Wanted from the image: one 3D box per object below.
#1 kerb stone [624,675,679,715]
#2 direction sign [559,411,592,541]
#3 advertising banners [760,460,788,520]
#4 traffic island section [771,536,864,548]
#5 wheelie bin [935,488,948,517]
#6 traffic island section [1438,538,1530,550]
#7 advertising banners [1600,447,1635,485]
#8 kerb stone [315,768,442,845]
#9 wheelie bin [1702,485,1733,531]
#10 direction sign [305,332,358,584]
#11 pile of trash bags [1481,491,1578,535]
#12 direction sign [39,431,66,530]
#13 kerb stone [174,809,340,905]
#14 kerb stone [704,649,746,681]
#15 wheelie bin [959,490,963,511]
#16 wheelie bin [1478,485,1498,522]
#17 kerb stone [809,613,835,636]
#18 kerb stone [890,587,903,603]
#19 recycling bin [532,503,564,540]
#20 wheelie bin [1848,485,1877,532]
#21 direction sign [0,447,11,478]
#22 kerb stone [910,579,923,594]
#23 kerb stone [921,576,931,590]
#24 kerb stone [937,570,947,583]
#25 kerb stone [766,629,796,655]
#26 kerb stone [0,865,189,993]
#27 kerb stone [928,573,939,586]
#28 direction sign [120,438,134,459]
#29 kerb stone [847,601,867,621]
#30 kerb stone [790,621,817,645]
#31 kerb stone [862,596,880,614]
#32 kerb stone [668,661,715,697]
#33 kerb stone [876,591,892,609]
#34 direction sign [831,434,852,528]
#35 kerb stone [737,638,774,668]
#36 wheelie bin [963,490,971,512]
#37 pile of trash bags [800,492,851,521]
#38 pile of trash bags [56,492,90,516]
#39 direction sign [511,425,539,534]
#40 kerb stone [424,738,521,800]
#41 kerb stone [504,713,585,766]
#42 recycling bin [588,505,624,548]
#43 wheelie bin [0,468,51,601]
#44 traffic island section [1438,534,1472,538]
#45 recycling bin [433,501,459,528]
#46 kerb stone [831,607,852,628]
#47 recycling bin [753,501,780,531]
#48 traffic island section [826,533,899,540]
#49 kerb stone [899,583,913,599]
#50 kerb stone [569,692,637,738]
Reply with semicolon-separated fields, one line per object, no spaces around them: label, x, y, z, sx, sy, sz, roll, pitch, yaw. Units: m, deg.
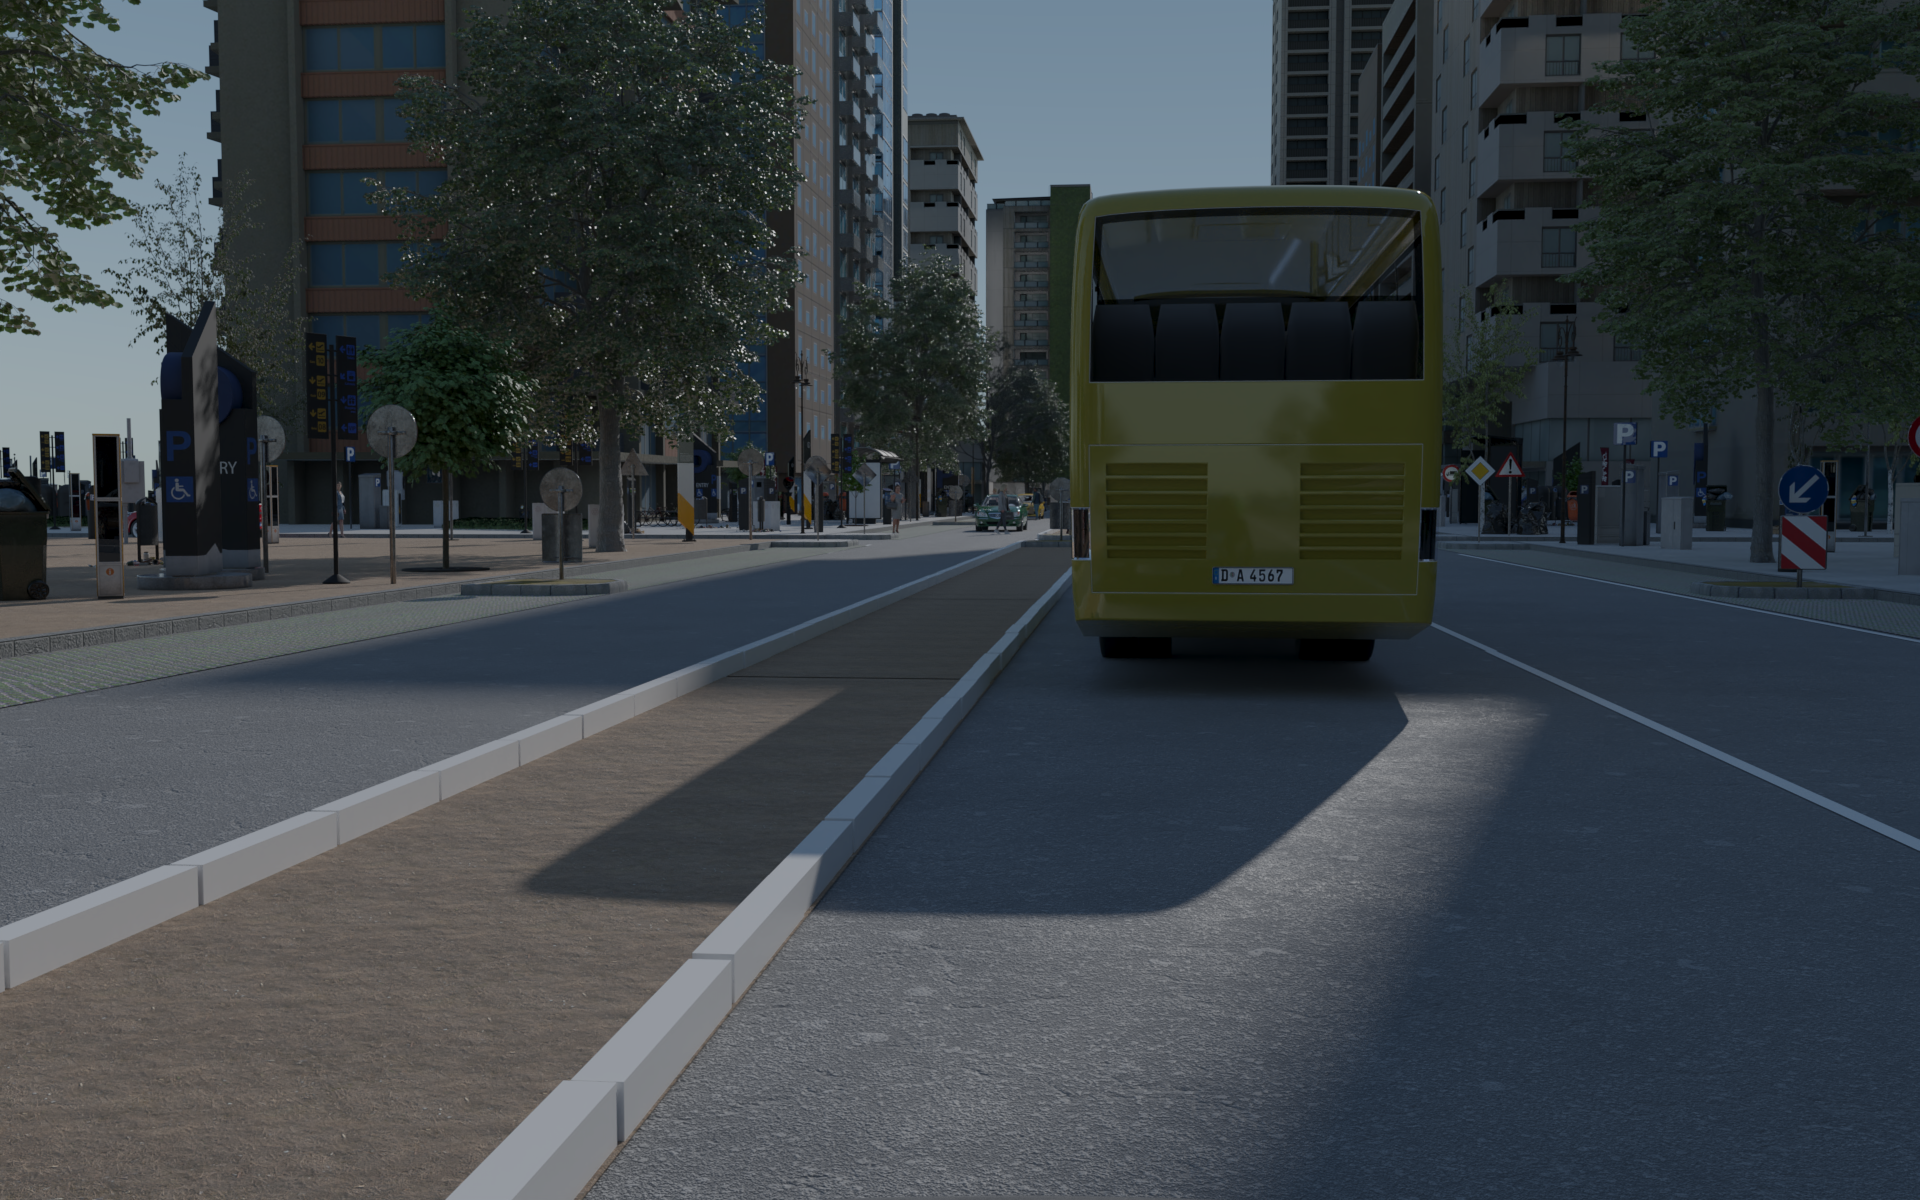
kerb stone;-2.090;0.648;11.593;0.120;0.150;1.000;0;4;6
direction sign;-10.470;-3.378;47.235;0.876;3.537;0.379;0;4;-1
advertising banners;-9.386;-5.520;86.435;0.090;3.025;2.074;-3;5;-43
traffic island section;-3.922;-1.549;47.600;2.009;0.180;2.903;0;4;6
wheelie bin;-1.029;-5.416;96.458;0.693;1.594;0.980;-1;4;-11
traffic island section;13.721;-1.435;45.742;2.009;0.180;2.903;0;4;6
advertising banners;24.702;-4.219;65.164;2.074;3.025;0.090;-2;4;-33
kerb stone;-2.522;0.897;7.523;0.120;0.150;1.000;0;4;6
wheelie bin;26.082;-3.165;59.663;0.980;1.594;0.693;2;4;26
direction sign;-8.933;-2.001;24.708;0.379;3.537;0.876;2;4;29
pile of trash bags;18.225;-2.760;54.874;1.912;1.369;3.447;-3;5;-42
direction sign;-32.714;-4.312;62.499;0.379;3.537;0.876;2;4;35
kerb stone;-2.627;0.960;6.498;0.120;0.150;1.000;0;4;6
kerb stone;-1.879;0.524;13.632;0.120;0.150;1.000;0;4;6
wheelie bin;-0.471;-5.678;100.750;0.980;1.594;0.693;0;4;-3
wheelie bin;18.472;-3.224;60.619;0.693;1.594;0.980;1;4;12
kerb stone;-1.451;0.274;17.719;0.120;0.150;1.000;0;4;6
kerb stone;-0.910;-0.033;22.814;0.120;0.150;1.000;0;4;6
recycling bin;-11.562;-2.210;48.685;0.722;1.027;0.722;0;4;4
wheelie bin;30.796;-3.129;59.071;0.980;1.594;0.693;-3;4;-39
direction sign;-46.132;-5.588;83.356;0.379;3.537;0.876;2;4;34
kerb stone;-0.696;-0.162;24.852;0.120;0.150;1.000;0;4;6
kerb stone;-0.592;-0.221;25.869;0.120;0.150;1.000;0;4;6
kerb stone;-0.369;-0.344;27.905;0.120;0.150;1.000;0;4;6
kerb stone;-1.664;0.404;15.671;0.120;0.150;1.000;0;4;6
kerb stone;-2.740;1.022;5.483;0.120;0.150;1.000;0;4;6
kerb stone;-0.483;-0.287;26.887;0.120;0.150;1.000;0;4;6
direction sign;-33.619;-4.749;69.646;0.876;3.537;0.379;0;4;7
kerb stone;-1.228;0.149;19.751;0.120;0.150;1.000;0;4;6
kerb stone;-1.556;0.340;16.699;0.120;0.150;1.000;0;4;6
kerb stone;-1.127;0.087;20.769;0.120;0.150;1.000;0;4;6
kerb stone;-1.982;0.587;12.611;0.120;0.150;1.000;0;4;6
kerb stone;-1.016;0.025;21.788;0.120;0.150;1.000;0;4;6
direction sign;-4.455;-4.470;65.088;0.876;3.537;0.379;-2;4;-32
kerb stone;-1.763;0.461;14.651;0.120;0.150;1.000;0;4;6
wheelie bin;0.319;-7.007;122.479;0.980;1.594;0.693;-1;4;-11
pile of trash bags;-6.362;-4.595;84.875;1.912;1.369;3.447;-2;4;-34
pile of trash bags;-49.850;-5.406;98.137;1.912;1.369;3.447;3;5;44
direction sign;-14.146;-3.935;56.338;0.876;3.537;0.379;0;4;-2
kerb stone;-2.415;0.837;8.545;0.120;0.150;1.000;0;4;6
kerb stone;-2.306;0.776;9.561;0.120;0.150;1.000;0;4;6
recycling bin;-8.496;-1.776;41.598;0.722;1.027;0.722;0;4;1
wheelie bin;-11.445;-0.801;21.013;0.693;1.594;0.980;-2;4;-35
traffic island section;14.558;-1.921;53.684;2.009;0.180;2.903;0;4;6
recycling bin;-19.656;-3.283;66.231;0.722;1.027;0.722;1;4;9
kerb stone;-1.340;0.212;18.736;0.120;0.150;1.000;0;4;6
recycling bin;-6.766;-2.937;60.569;0.722;1.027;0.722;1;4;22
traffic island section;-3.085;-2.034;55.542;2.009;0.180;2.903;0;4;6
kerb stone;-0.803;-0.100;23.836;0.120;0.150;1.000;0;4;6
kerb stone;-2.195;0.711;10.577;0.120;0.150;1.000;0;4;6
